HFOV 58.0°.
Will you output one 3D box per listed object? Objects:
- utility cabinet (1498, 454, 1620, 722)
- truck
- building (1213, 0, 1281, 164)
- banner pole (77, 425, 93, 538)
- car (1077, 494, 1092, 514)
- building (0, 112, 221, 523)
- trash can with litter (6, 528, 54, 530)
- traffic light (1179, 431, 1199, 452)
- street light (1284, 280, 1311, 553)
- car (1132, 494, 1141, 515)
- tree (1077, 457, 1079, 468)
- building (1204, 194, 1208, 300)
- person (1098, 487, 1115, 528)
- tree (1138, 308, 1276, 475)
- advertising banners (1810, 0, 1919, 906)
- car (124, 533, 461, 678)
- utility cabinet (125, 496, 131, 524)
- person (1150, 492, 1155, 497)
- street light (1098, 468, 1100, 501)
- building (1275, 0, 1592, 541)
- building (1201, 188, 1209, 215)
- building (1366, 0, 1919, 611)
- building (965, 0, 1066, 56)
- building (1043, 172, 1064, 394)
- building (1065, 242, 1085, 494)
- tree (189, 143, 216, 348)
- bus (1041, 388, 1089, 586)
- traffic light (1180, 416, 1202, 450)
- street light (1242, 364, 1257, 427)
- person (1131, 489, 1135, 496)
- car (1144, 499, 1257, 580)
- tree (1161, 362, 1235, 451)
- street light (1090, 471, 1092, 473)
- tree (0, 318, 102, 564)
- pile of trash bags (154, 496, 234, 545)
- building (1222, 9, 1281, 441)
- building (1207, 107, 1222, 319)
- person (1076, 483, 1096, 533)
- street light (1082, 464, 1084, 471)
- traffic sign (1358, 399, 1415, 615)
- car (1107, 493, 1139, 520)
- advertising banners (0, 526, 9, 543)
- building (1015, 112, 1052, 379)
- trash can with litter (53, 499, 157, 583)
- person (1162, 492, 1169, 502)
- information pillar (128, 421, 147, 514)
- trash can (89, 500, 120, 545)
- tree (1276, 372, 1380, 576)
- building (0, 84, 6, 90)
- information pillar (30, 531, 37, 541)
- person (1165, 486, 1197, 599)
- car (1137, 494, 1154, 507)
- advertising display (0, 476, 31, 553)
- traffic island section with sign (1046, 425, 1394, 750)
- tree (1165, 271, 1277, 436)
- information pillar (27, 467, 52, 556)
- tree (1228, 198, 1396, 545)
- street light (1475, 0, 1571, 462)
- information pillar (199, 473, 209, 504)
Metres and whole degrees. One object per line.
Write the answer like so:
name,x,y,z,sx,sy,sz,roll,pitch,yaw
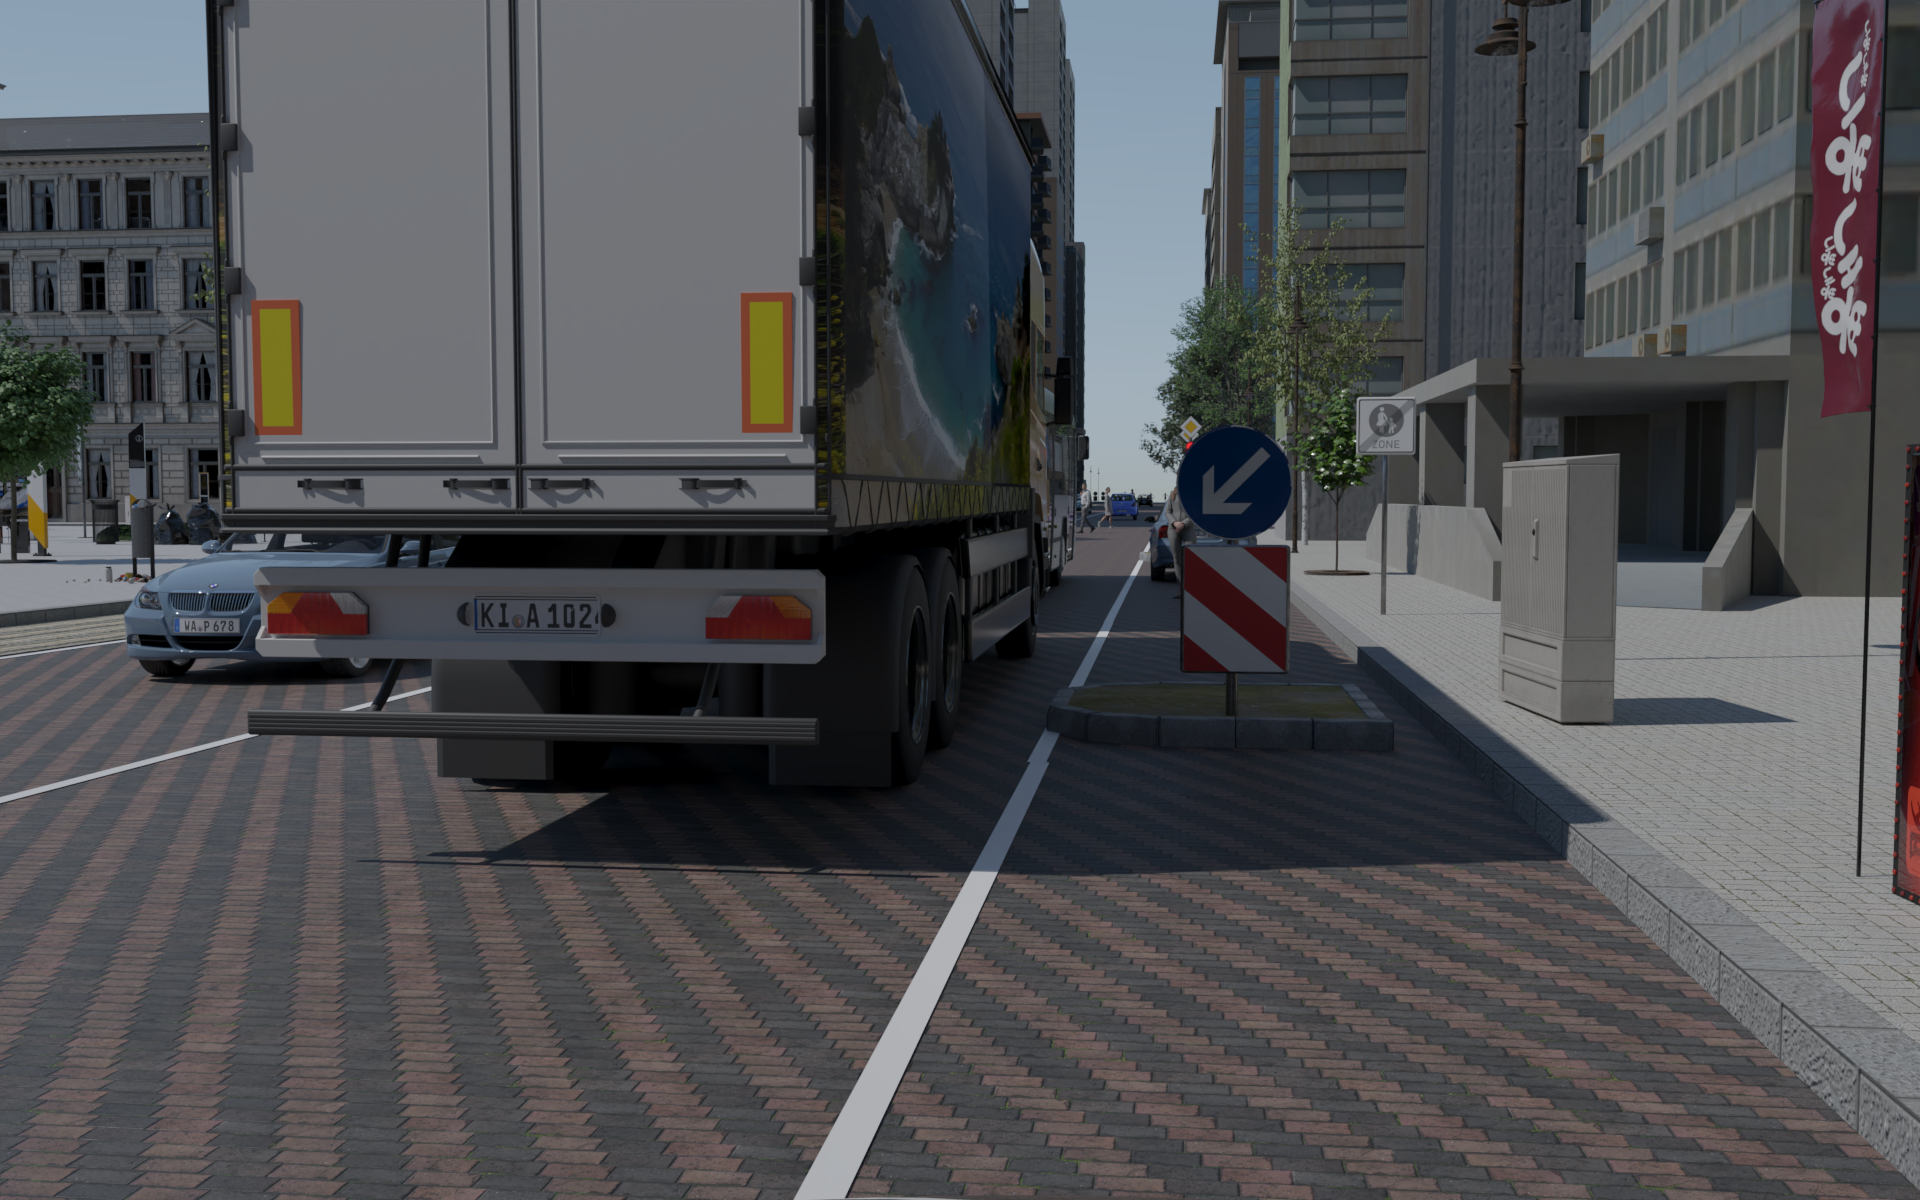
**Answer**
utility cabinet,3.467,-0.088,10.120,0.318,1.500,1.173,0,4,1
truck,-0.925,-1.407,11.922,2.839,4.237,11.283,0,4,7
building,41.108,-36.220,181.430,28.713,52.752,27.495,0,4,7
banner pole,-25.411,-3.673,50.078,0.401,3.779,0.863,-1,4,-14
car,8.477,-6.924,125.000,2.131,1.459,4.920,1,4,9
building,-40.464,-13.309,82.223,19.286,19.102,10.561,0,4,7
trash can with litter,-33.639,-3.164,62.788,1.678,1.210,2.233,-1,4,-18
traffic light,9.262,-4.974,70.250,0.839,4.253,0.868,0,4,7
street light,7.290,-3.960,37.541,0.468,5.910,1.993,0,4,7
car,11.249,-6.594,117.593,2.009,1.686,4.222,0,4,6
tree,12.839,-16.265,216.300,4.360,8.622,3.978,0,3,0
building,47.912,-39.075,262.572,21.300,48.544,21.600,0,4,7
person,6.134,-3.852,72.226,0.760,1.731,0.466,-2,4,-26
tree,16.164,-11.610,106.825,9.611,12.733,9.660,0,3,0
advertising banners,2.999,-0.551,5.199,0.090,3.025,2.074,0,4,2
car,-5.384,-0.191,15.124,2.014,1.417,4.499,0,4,6
utility cabinet,-31.212,-3.308,65.246,0.306,1.237,1.020,-2,4,-35
person,29.684,-15.893,269.062,1.217,1.735,0.721,0,4,-6
street light,24.259,-20.211,303.241,0.468,5.910,1.993,0,4,7
building,16.763,-22.553,52.340,14.154,41.232,14.086,0,4,7
building,54.465,-42.658,286.691,28.713,52.752,27.495,0,4,7
building,23.209,-20.336,24.376,32.217,40.220,23.993,0,4,7
building,7.237,-49.986,255.524,20.563,71.187,20.611,0,4,7
building,6.890,-36.009,238.850,14.600,45.320,14.200,0,4,7
building,12.359,-36.098,273.796,14.154,41.232,14.086,0,4,7
tree,-10.793,-4.873,30.041,4.737,8.622,4.395,0,3,0
bus,-0.013,-1.807,24.401,2.948,3.499,13.247,0,4,8
traffic light,8.276,-4.490,62.326,0.839,4.253,0.868,0,4,7
street light,10.286,-5.439,61.711,0.468,5.910,1.993,0,4,7
person,12.585,-7.211,126.491,0.616,1.811,0.778,2,4,24
car,4.176,-1.095,29.909,2.014,1.417,4.499,0,4,7
tree,18.160,-12.671,125.301,7.486,12.596,7.792,0,3,0
street light,21.080,-18.734,279.095,0.468,5.910,1.993,0,4,7
tree,-17.786,-2.974,32.342,4.285,4.588,4.351,0,3,0
pile of trash bags,-19.034,-2.151,44.923,1.912,1.369,3.447,2,4,27
building,31.668,-31.300,161.859,14.600,45.320,14.200,0,4,7
building,40.769,-35.632,206.291,21.300,48.544,21.600,0,4,7
person,4.595,-3.360,63.535,0.850,1.850,0.679,-1,4,-22
street light,18.119,-17.252,254.852,0.468,5.910,1.993,0,4,7
traffic sign,4.500,-0.992,18.350,0.606,2.300,0.079,1,4,9
car,9.026,-5.316,96.512,1.945,1.707,3.694,0,4,5
advertising banners,-25.014,-2.974,44.811,0.090,3.025,2.074,1,4,8
building,-1.146,-33.138,196.427,22.147,44.769,28.867,0,4,7
trash can with litter,-11.796,-0.866,25.219,2.233,1.210,1.678,3,4,36
person,35.978,-17.984,303.317,1.217,1.735,0.721,2,4,27
information pillar,-26.475,-3.941,55.790,0.504,3.616,0.183,-1,4,-13
trash can,-21.804,-1.990,44.186,0.748,1.137,0.748,0,3,0
tree,6.063,-2.008,27.434,1.663,3.219,1.824,0,3,0
building,-62.647,-17.642,85.711,25.104,27.353,12.463,0,4,7
information pillar,-25.526,-2.641,47.673,0.304,2.012,0.304,1,4,15
person,3.044,-0.908,23.624,0.520,1.790,0.573,1,4,10
car,20.729,-11.282,194.240,2.009,1.686,4.222,1,4,9
advertising display,-20.353,-1.973,37.471,0.974,1.923,0.123,0,4,-8
traffic island section with sign,1.564,-0.129,10.733,1.989,1.847,2.006,0,4,7
tree,13.376,-9.556,82.001,9.928,11.665,9.643,0,3,0
information pillar,-19.014,-2.711,35.671,0.504,3.616,0.183,2,4,25
tree,8.630,-5.662,42.941,4.737,8.622,4.395,0,3,0
street light,4.234,-2.468,13.135,0.468,5.910,1.993,0,4,7
information pillar,-25.980,-3.367,59.549,0.304,2.012,0.304,-2,4,-24
